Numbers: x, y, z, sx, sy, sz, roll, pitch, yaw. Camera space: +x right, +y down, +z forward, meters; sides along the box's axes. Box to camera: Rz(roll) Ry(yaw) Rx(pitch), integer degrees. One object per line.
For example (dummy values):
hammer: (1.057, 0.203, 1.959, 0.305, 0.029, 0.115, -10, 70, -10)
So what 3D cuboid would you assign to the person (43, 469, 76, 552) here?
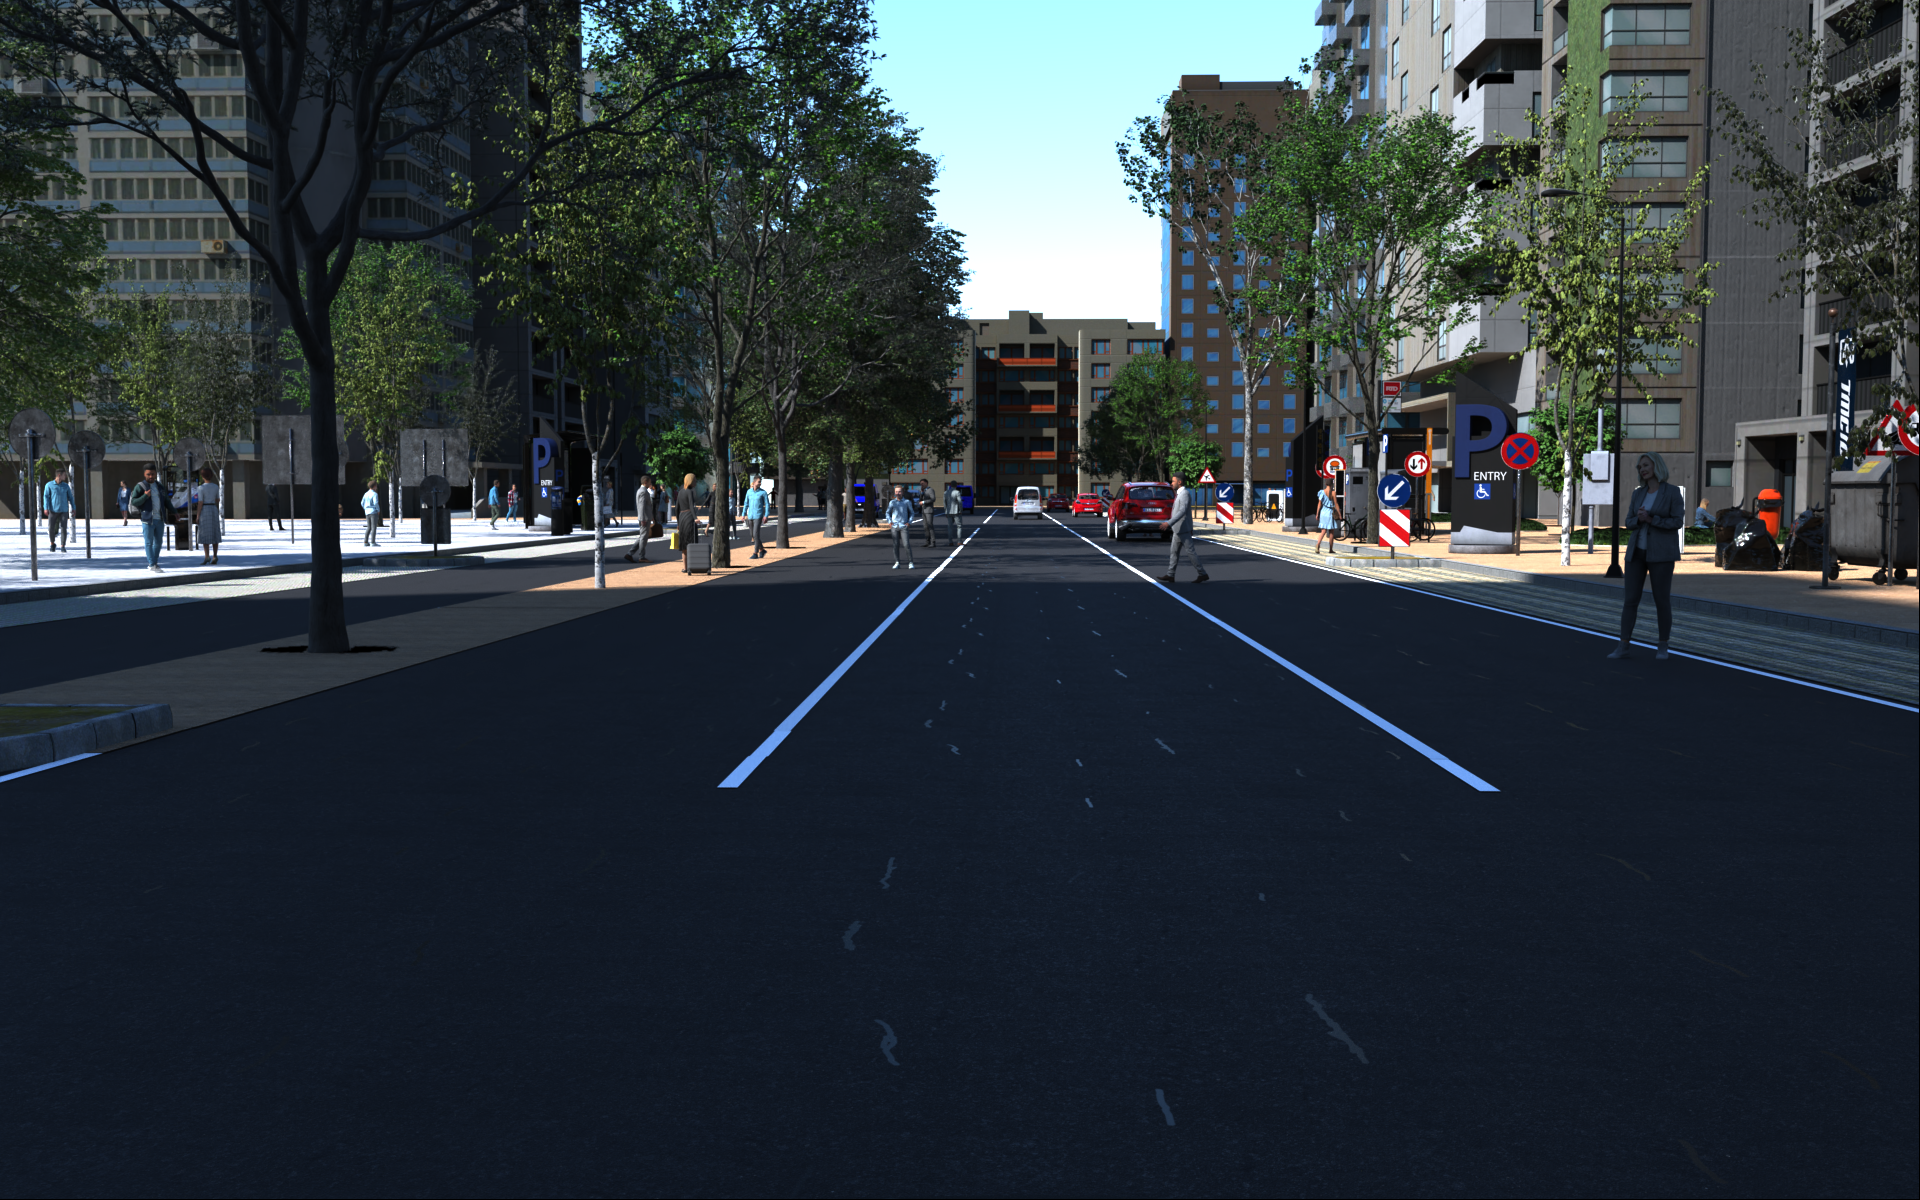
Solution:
person: (-19.877, -1.977, 38.238, 0.638, 1.841, 0.748, -2, 4, -29)

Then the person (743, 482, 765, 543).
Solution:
person: (-6.066, -2.595, 51.286, 0.694, 1.780, 0.624, 3, 4, 38)

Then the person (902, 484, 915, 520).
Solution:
person: (-1.932, -3.209, 61.362, 0.661, 1.777, 0.834, 0, 4, 1)

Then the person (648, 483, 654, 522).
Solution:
person: (-14.495, -4.567, 80.936, 0.478, 1.798, 0.641, -1, 4, -14)

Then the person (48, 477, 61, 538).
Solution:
person: (-26.657, -2.729, 50.999, 0.444, 1.785, 0.601, 2, 4, 24)

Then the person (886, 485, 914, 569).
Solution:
person: (-1.152, -1.401, 33.219, 0.589, 1.601, 0.330, 1, 4, 16)

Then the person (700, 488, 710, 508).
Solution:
person: (-23.411, -9.443, 160.525, 1.350, 1.814, 0.705, -2, 4, -27)

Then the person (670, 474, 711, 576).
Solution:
person: (-4.807, -1.352, 30.830, 0.699, 1.804, 1.509, -1, 4, -10)

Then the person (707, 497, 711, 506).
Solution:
person: (-24.249, -9.528, 167.519, 0.421, 1.427, 0.697, -2, 4, -32)

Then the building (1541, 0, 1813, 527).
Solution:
building: (32.266, -23.834, 73.280, 14.154, 41.232, 14.086, 0, 4, 2)

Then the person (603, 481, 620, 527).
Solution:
person: (-13.424, -3.678, 66.535, 0.624, 1.780, 0.694, 1, 4, 9)

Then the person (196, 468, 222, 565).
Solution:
person: (-13.700, -1.522, 31.490, 0.524, 1.755, 0.480, 2, 4, 30)

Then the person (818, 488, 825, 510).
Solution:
person: (-10.764, -7.957, 136.931, 1.217, 1.735, 0.721, 2, 4, 30)

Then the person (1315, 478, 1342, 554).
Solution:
person: (8.826, -2.010, 41.457, 0.616, 1.811, 0.778, 3, 5, 41)

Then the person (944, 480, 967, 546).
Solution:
person: (-0.163, -2.410, 47.998, 0.635, 1.810, 0.391, 2, 4, 23)

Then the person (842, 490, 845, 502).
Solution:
person: (-11.062, -9.520, 164.092, 0.705, 1.831, 1.348, 0, 4, -7)

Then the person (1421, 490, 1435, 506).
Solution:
person: (24.758, -5.236, 91.654, 0.705, 1.823, 1.348, -1, 4, -20)

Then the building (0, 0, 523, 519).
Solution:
building: (-41.513, -24.814, 97.597, 32.217, 40.220, 23.993, 0, 4, 2)

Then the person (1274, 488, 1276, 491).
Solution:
person: (25.675, -8.265, 141.698, 0.617, 1.759, 0.750, -2, 4, -28)

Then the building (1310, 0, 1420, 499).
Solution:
building: (38.954, -31.211, 129.911, 23.786, 49.044, 30.456, 0, 4, 2)

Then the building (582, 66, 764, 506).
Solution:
building: (-37.170, -35.200, 195.125, 30.456, 49.044, 23.786, 0, 4, 2)

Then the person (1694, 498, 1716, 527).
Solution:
person: (22.255, -2.451, 51.616, 0.738, 1.151, 1.012, 1, 4, 12)

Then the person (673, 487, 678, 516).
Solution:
person: (-16.703, -5.852, 102.436, 0.721, 1.743, 1.217, -1, 4, -13)

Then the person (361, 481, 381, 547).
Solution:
person: (-14.358, -2.108, 42.320, 0.589, 1.601, 0.330, 3, 5, 42)

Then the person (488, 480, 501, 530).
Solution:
person: (-16.624, -3.387, 61.762, 0.444, 1.785, 0.601, -2, 4, -25)

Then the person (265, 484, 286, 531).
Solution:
person: (-24.147, -3.402, 61.026, 0.648, 1.900, 0.474, 1, 4, 22)

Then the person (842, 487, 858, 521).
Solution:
person: (-6.115, -5.189, 93.348, 1.348, 1.824, 0.705, 1, 4, 12)

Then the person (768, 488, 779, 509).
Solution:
person: (-15.718, -8.550, 145.790, 1.348, 1.831, 0.705, 0, 4, -6)

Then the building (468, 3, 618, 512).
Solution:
building: (-35.030, -41.619, 118.727, 20.563, 71.187, 20.611, 0, 4, 2)

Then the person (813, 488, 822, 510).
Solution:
person: (-11.409, -8.091, 138.855, 0.750, 1.759, 0.617, -2, 4, -26)

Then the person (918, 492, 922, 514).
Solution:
person: (-2.748, -7.245, 127.753, 0.445, 1.727, 0.742, 2, 4, 31)

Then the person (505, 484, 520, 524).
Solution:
person: (-19.392, -4.174, 75.124, 0.643, 1.720, 0.563, 2, 4, 34)

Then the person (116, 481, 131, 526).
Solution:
person: (-33.469, -3.876, 69.438, 0.581, 1.822, 0.654, 0, 4, 5)

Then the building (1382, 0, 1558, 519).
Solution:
building: (40.721, -31.195, 99.273, 28.713, 52.752, 27.495, 0, 4, 2)

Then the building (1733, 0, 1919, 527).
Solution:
building: (36.514, -37.228, 46.925, 20.563, 71.187, 20.611, 0, 4, 2)

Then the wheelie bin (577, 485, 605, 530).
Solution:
wheelie bin: (-13.105, -3.287, 61.644, 0.980, 1.594, 0.693, -2, 4, -26)

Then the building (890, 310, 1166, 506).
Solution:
building: (7.496, -21.467, 196.029, 28.899, 21.520, 27.650, 0, 4, 2)

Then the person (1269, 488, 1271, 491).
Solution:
person: (24.807, -8.060, 138.382, 0.434, 1.755, 0.990, 0, 4, 5)

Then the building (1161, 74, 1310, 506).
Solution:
building: (29.455, -32.924, 188.412, 14.200, 45.320, 14.600, 0, 4, 2)

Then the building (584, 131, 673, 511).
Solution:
building: (-31.075, -22.575, 140.795, 14.107, 30.474, 14.160, 0, 4, 2)

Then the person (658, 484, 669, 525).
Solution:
person: (-12.187, -3.924, 71.197, 0.522, 1.701, 0.512, 1, 4, 20)

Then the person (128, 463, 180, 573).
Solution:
person: (-13.202, -1.340, 28.302, 0.721, 1.781, 0.623, 1, 4, 20)

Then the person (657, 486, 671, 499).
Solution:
person: (-19.341, -6.492, 112.196, 1.348, 1.822, 0.705, -3, 4, -38)

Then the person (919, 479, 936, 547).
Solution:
person: (-0.903, -2.342, 46.593, 0.447, 1.846, 0.655, -2, 4, -28)

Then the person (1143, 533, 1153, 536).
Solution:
person: (6.314, -3.052, 58.602, 0.606, 1.804, 0.583, 0, 4, -7)

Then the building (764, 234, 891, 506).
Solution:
building: (-14.185, -25.596, 190.188, 14.107, 30.474, 14.160, 0, 4, 2)

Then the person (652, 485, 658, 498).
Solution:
person: (-15.852, -5.058, 89.461, 0.721, 1.735, 1.217, 0, 4, -6)
